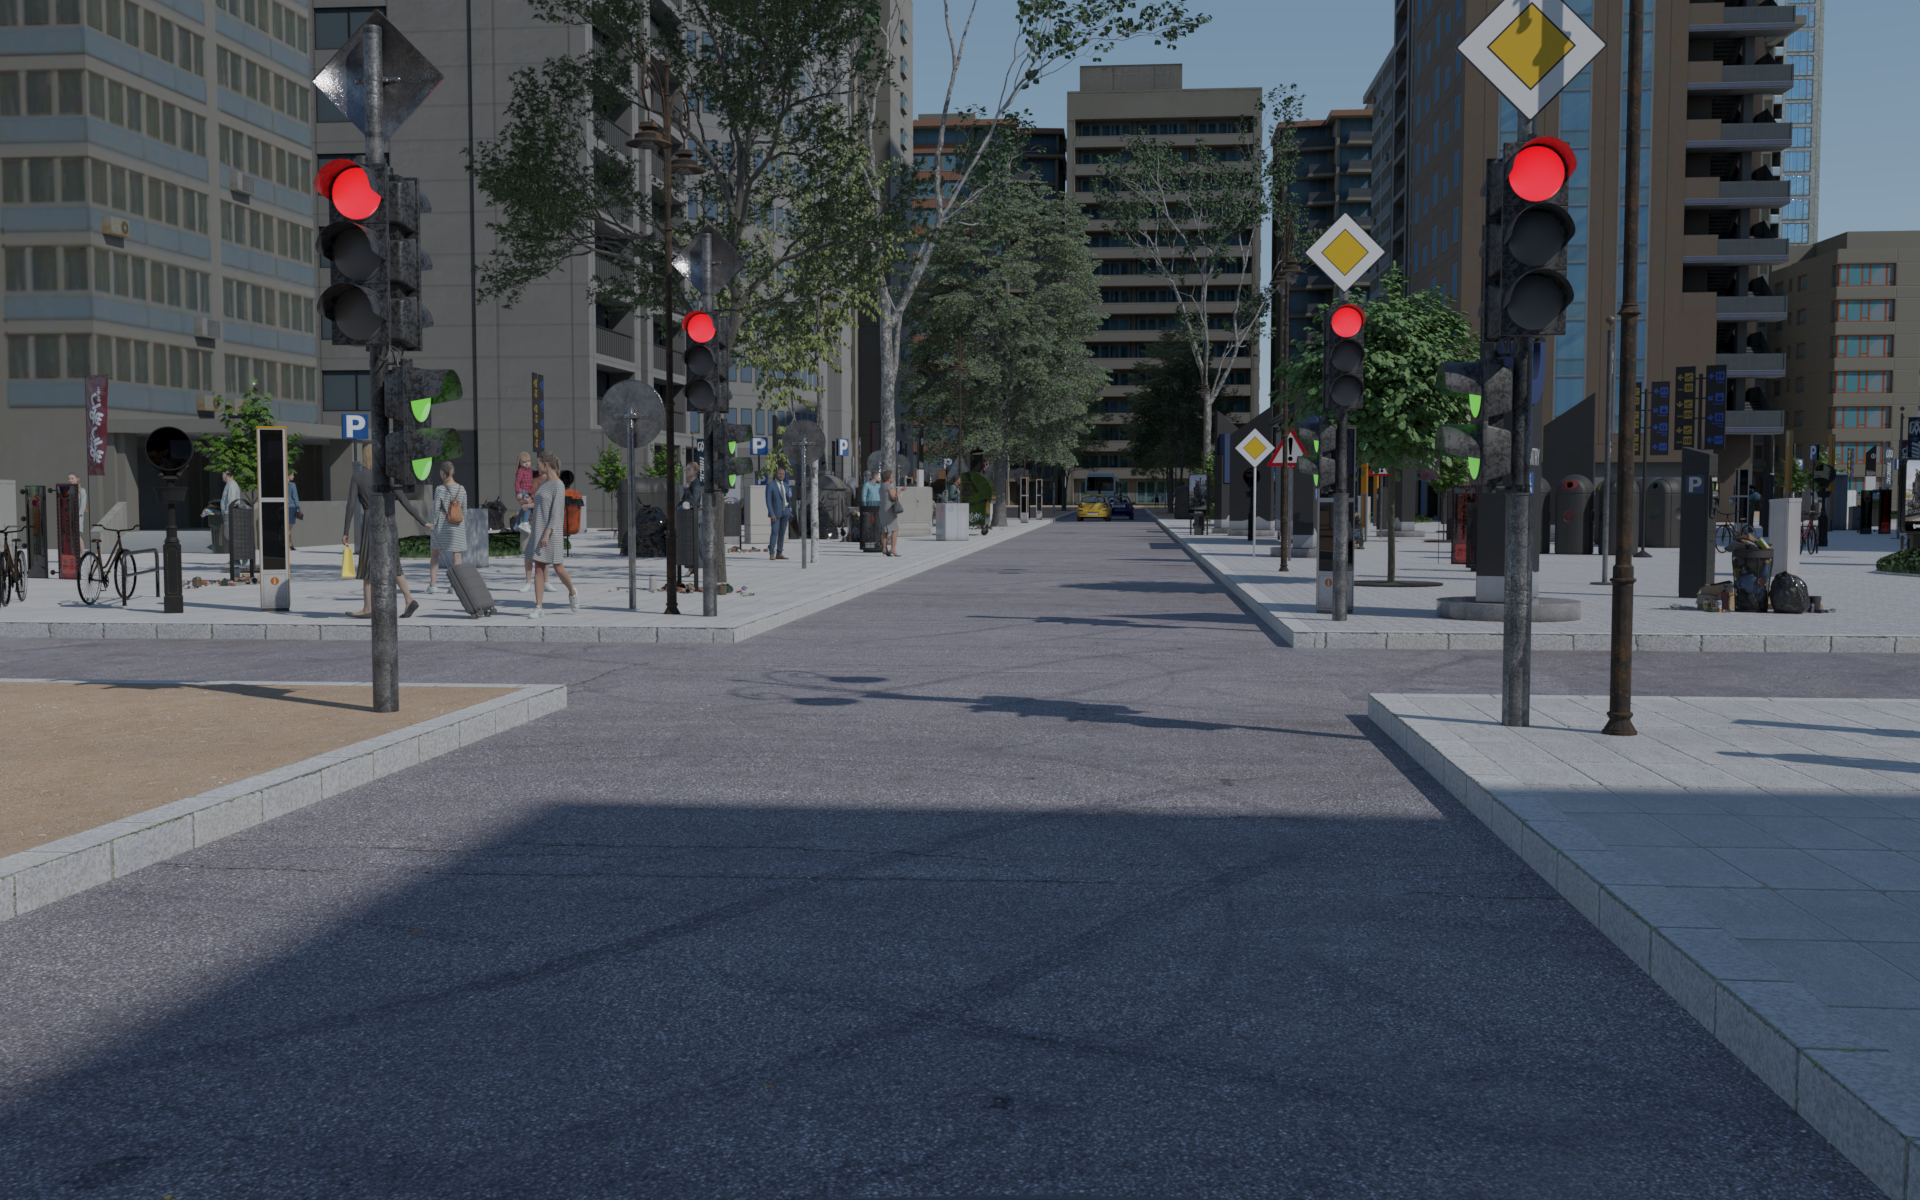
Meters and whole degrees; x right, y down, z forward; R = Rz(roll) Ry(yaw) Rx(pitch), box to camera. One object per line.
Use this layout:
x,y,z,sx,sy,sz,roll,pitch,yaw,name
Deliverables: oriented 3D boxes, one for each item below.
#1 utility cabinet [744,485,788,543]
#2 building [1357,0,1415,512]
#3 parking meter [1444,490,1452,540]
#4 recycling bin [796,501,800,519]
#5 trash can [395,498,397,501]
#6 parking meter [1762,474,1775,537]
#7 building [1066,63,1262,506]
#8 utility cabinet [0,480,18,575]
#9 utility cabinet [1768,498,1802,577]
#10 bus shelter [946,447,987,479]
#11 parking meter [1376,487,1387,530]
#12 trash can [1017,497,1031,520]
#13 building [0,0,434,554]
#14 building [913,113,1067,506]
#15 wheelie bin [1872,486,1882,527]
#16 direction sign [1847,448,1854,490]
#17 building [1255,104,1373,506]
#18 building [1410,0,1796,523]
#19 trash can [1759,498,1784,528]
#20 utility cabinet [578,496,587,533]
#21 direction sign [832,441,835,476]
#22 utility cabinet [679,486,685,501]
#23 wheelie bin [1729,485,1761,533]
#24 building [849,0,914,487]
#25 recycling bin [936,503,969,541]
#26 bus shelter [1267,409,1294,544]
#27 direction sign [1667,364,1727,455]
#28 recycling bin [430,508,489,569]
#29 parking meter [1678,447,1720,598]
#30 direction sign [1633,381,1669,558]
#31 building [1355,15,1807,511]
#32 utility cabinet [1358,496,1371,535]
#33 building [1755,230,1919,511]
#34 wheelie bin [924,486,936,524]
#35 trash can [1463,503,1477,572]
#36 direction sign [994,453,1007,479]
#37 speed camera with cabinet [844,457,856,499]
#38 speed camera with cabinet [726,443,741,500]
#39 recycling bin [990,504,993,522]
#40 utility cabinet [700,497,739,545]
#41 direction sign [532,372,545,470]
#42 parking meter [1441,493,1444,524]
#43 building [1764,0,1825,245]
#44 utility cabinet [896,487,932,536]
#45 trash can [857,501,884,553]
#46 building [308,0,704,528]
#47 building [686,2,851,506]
-5.021,-2.212,44.838,1.173,1.500,0.318,-3,5,-40,utility cabinet
38.732,-41.433,115.687,20.563,71.187,20.611,0,4,5,building
13.788,-2.620,48.556,0.255,1.863,0.399,1,4,21,parking meter
-6.005,-3.353,67.371,0.722,1.027,0.722,2,4,30,recycling bin
-20.429,-3.067,61.806,0.748,1.137,0.748,0,3,0,trash can
24.110,-2.809,51.631,0.255,1.863,0.399,2,4,33,parking meter
23.107,-35.199,199.212,21.600,48.544,21.300,0,4,5,building
-15.020,-1.122,27.031,0.318,1.500,1.173,-1,4,-18,utility cabinet
12.912,-0.977,27.138,0.306,1.237,1.020,3,4,36,utility cabinet
0.418,-6.043,90.078,1.731,3.624,6.357,0,4,5,bus shelter
15.117,-3.281,62.063,0.372,1.533,0.369,0,3,0,parking meter
3.193,-4.561,86.222,0.748,1.137,0.748,0,3,0,trash can
-31.643,-21.628,45.499,32.217,40.220,23.993,0,4,5,building
-1.957,-33.497,202.305,28.867,44.769,22.147,0,4,5,building
36.276,-3.697,68.349,0.693,1.594,0.980,2,4,26,wheelie bin
43.892,-5.714,85.413,0.379,3.537,0.876,3,5,45,direction sign
48.188,-33.145,196.536,28.867,44.769,22.147,0,4,5,building
29.872,-26.462,82.764,14.600,45.320,14.200,0,4,5,building
30.949,-3.345,66.345,0.748,1.137,0.748,0,3,0,trash can
-12.917,-2.829,57.409,1.020,1.237,0.306,-2,4,-33,utility cabinet
-5.388,-5.009,73.896,0.379,3.537,0.876,0,4,3,direction sign
-7.313,-2.222,45.013,1.173,1.500,0.318,3,4,37,utility cabinet
26.180,-3.049,57.755,0.980,1.594,0.693,1,4,20,wheelie bin
-15.680,-31.951,146.094,21.600,48.544,21.300,0,4,5,building
-0.211,-2.136,47.477,0.722,1.027,0.722,-1,4,-22,recycling bin
9.524,-4.230,46.786,2.179,5.291,8.768,0,4,6,bus shelter
13.063,-2.363,30.627,0.876,3.537,0.379,3,5,43,direction sign
-8.705,-1.075,30.129,0.722,1.027,0.722,1,4,23,recycling bin
9.106,-0.955,21.333,0.255,1.863,0.399,-3,5,-45,parking meter
13.838,-2.630,35.004,0.876,3.537,0.379,2,4,28,direction sign
46.076,-27.303,138.290,32.217,40.220,23.993,0,4,5,building
12.806,-2.673,54.864,0.306,1.237,1.020,1,4,20,utility cabinet
77.497,-17.718,134.728,28.899,21.520,27.650,0,4,5,building
-1.398,-3.808,70.162,0.693,1.594,0.980,2,4,26,wheelie bin
8.689,-1.040,28.651,0.748,1.137,0.748,0,3,0,trash can
2.144,-6.108,91.859,0.876,3.537,0.379,-2,4,-35,direction sign
-5.975,-6.026,92.869,0.660,3.252,2.038,-1,4,-9,speed camera with cabinet
-8.720,-4.302,64.681,0.660,3.252,2.038,-1,4,-21,speed camera with cabinet
1.327,-4.116,79.857,0.722,1.027,0.722,3,5,40,recycling bin
-6.119,-2.004,43.933,1.020,1.237,0.306,0,4,-3,utility cabinet
-7.945,-2.489,32.687,0.379,3.537,0.876,0,4,-1,direction sign
20.704,-4.164,73.786,0.399,1.863,0.255,-3,4,-36,parking meter
79.377,-53.843,193.012,31.000,86.520,22.319,0,4,5,building
-1.424,-2.672,52.364,1.173,1.500,0.318,-2,4,-28,utility cabinet
-1.905,-1.611,37.993,0.748,1.137,0.748,0,3,0,trash can
-20.803,-38.877,73.898,20.563,71.187,20.611,0,4,5,building
-19.520,-34.659,108.670,21.231,58.520,28.212,0,4,5,building
